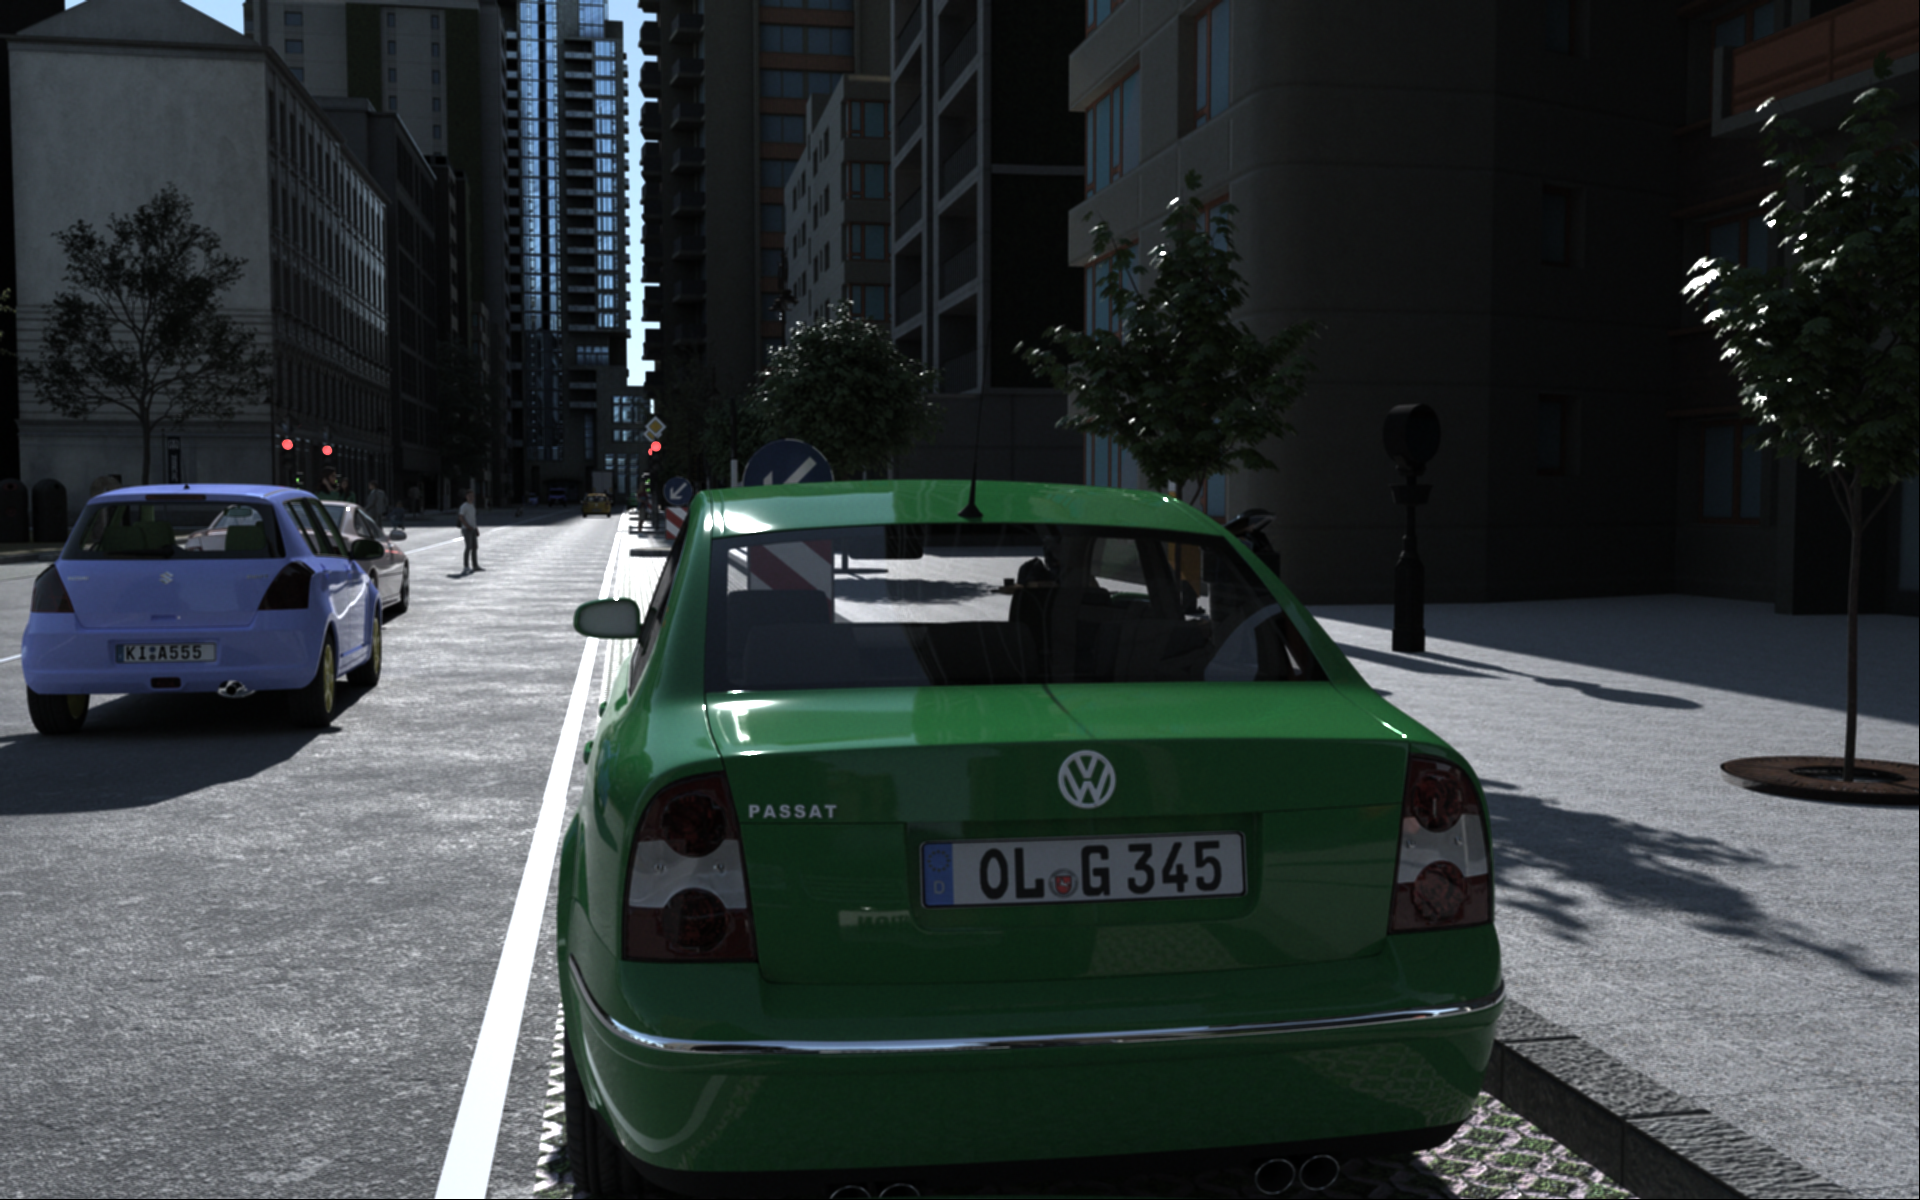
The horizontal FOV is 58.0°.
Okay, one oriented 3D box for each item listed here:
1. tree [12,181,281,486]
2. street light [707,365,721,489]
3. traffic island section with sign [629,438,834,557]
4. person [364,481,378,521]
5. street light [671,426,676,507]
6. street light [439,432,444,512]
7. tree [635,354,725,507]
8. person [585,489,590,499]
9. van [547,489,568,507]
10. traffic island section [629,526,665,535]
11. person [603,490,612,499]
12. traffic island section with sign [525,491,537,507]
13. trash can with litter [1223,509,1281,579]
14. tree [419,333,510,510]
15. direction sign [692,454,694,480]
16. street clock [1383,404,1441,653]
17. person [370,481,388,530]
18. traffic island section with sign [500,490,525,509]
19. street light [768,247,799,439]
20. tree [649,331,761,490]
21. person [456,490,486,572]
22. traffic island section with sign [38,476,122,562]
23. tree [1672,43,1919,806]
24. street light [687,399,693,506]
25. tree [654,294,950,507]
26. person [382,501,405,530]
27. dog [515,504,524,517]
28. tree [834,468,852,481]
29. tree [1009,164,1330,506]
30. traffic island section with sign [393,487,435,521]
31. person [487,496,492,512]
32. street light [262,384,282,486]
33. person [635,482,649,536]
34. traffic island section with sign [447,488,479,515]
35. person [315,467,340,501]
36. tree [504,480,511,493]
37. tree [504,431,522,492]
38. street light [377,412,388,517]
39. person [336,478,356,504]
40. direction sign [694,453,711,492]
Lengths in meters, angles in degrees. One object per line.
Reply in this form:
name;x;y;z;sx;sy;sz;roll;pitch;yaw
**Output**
tree;-23.762;-7.127;50.933;7.601;10.594;8.767;-3;5;-40
street light;-8.794;-5.456;61.994;0.468;5.910;1.993;-1;4;-11
traffic island section with sign;-1.468;-0.275;13.128;1.989;1.847;2.006;-1;4;-11
person;-16.026;-2.333;46.921;0.573;1.790;0.520;-2;4;-29
street light;-18.875;-8.664;114.443;0.468;5.910;1.993;-1;4;-11
street light;-38.001;-9.418;126.764;0.468;5.910;1.993;-1;4;-11
tree;-14.457;-8.558;90.283;4.737;8.622;4.395;0;3;0
person;-27.384;-7.240;127.138;0.793;1.790;0.793;2;4;32
van;-44.685;-11.492;192.277;2.240;2.365;5.245;-1;4;-12
traffic island section;-10.868;-2.442;62.201;2.009;0.180;2.903;-1;4;-11
person;-37.066;-10.575;181.035;1.348;1.869;0.705;-1;4;-15
traffic island section with sign;-48.600;-11.366;194.457;1.989;1.847;2.006;-1;4;-11
trash can with litter;1.939;-0.120;13.346;0.624;1.170;1.055;-3;5;-44
tree;-40.566;-14.000;135.558;9.857;13.997;8.962;0;3;0
direction sign;-14.929;-6.535;98.846;0.876;3.537;0.379;2;4;25
street clock;3.661;-0.582;14.079;0.471;2.002;0.358;-3;4;-39
person;-17.304;-2.620;51.438;0.391;1.810;0.635;1;4;18
traffic island section with sign;-43.522;-9.746;167.982;1.989;1.847;2.006;-1;4;-11
street light;-3.323;-3.661;32.642;0.468;5.910;1.993;-1;4;-11
tree;-11.134;-7.799;77.870;4.360;8.622;3.978;0;3;0
person;-9.079;-1.286;32.128;0.523;1.515;0.503;-1;4;-15
traffic island section with sign;-18.500;-1.756;37.332;1.989;1.847;2.006;-1;4;-11
tree;4.046;-0.788;7.491;1.663;3.219;1.824;0;3;0
street light;-13.198;-6.841;84.636;0.468;5.910;1.993;-1;4;-11
tree;-1.974;-2.734;28.413;4.285;4.588;4.351;0;3;0
person;-22.480;-3.359;68.926;1.012;1.151;0.738;-3;5;-40
dog;-27.665;-5.594;108.297;0.800;0.831;0.513;0;4;-8
tree;-3.294;-2.887;41.796;1.663;3.219;1.824;0;3;0
tree;1.408;-0.954;10.206;1.663;3.219;1.824;0;3;0
traffic island section with sign;-28.973;-5.101;92.021;1.989;1.847;2.006;-1;4;-11
person;-38.599;-7.879;141.998;0.373;1.253;0.362;-2;4;-24
street light;-26.901;-5.813;67.824;0.468;5.910;1.993;-1;4;-11
person;-10.858;-3.104;59.231;0.573;1.828;0.580;-2;4;-35
traffic island section with sign;-34.172;-6.760;119.151;1.989;1.847;2.006;-1;4;-11
person;-8.535;-0.896;23.398;0.529;1.795;0.600;0;4;-1
tree;-51.251;-12.227;194.508;1.663;3.219;1.824;0;3;0
tree;-49.635;-14.523;187.815;4.360;8.622;3.978;0;3;0
street light;-32.477;-7.623;97.422;0.468;5.910;1.993;-1;4;-11
person;-14.163;-1.907;39.934;0.600;1.795;0.529;-1;4;-15
direction sign;-14.272;-6.414;96.860;0.379;3.537;0.876;3;4;38
